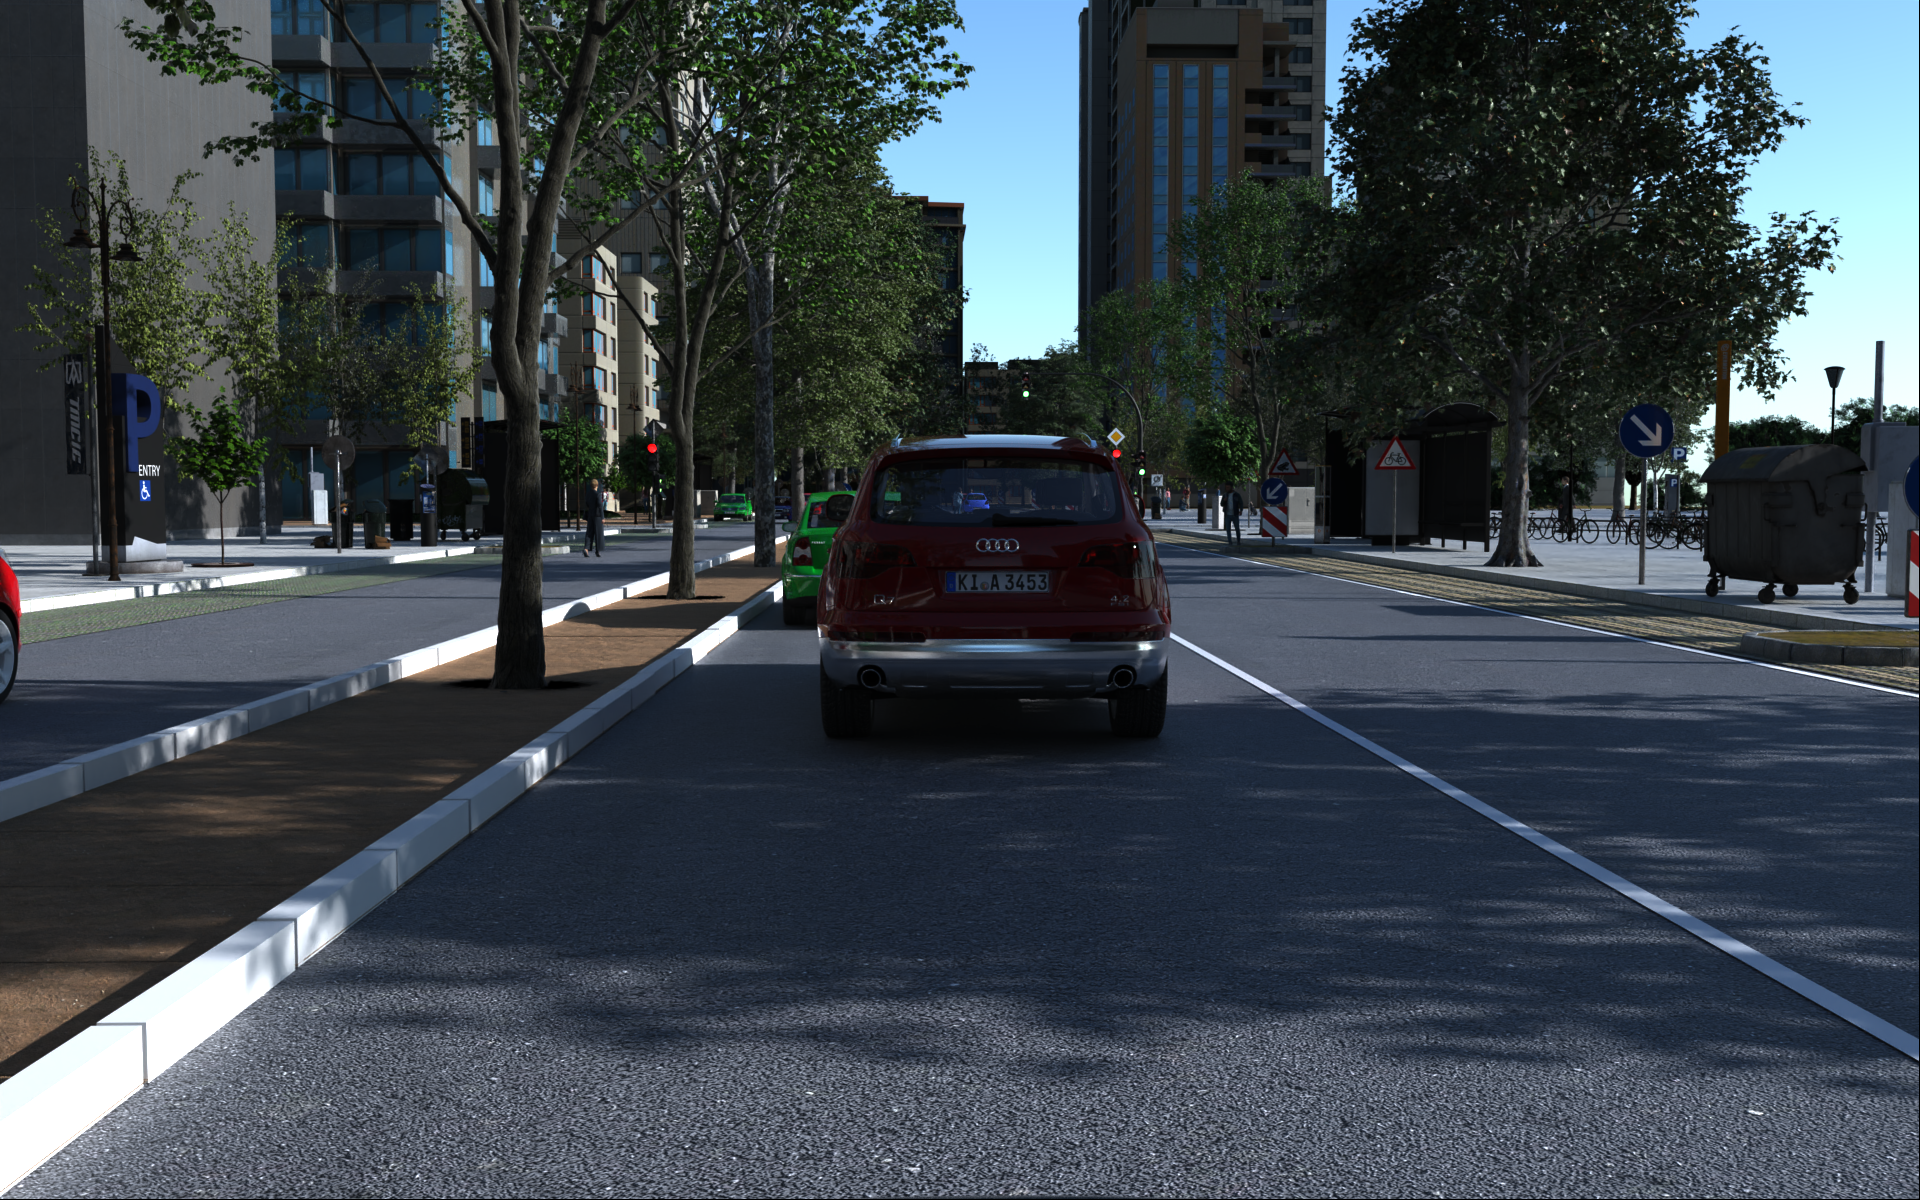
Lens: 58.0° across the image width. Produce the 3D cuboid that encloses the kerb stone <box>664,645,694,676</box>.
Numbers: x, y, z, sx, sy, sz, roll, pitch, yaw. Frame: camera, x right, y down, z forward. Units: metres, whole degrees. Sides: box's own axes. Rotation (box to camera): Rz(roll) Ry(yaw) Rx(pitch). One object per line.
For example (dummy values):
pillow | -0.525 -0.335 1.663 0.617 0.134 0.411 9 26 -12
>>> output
kerb stone | -2.288 0.504 13.958 0.120 0.150 1.000 0 4 -1

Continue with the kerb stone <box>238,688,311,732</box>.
kerb stone | -4.309 0.696 10.820 0.120 0.150 1.000 0 4 -1

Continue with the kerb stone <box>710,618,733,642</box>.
kerb stone | -2.368 0.317 17.044 0.120 0.150 1.000 0 4 -1

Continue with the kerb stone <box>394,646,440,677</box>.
kerb stone | -4.390 0.508 13.887 0.120 0.150 1.000 0 4 -1

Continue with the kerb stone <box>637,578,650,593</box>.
kerb stone | -4.677 -0.182 25.173 0.120 0.150 1.000 0 4 -1

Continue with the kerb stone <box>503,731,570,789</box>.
kerb stone | -2.161 0.821 8.814 0.120 0.150 1.000 0 4 -1

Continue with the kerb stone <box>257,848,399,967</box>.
kerb stone | -2.077 1.007 5.737 0.120 0.150 1.000 0 4 -1

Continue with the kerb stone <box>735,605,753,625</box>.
kerb stone | -2.423 0.193 19.090 0.120 0.150 1.000 0 4 -1

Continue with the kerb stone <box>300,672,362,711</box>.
kerb stone | -4.330 0.635 11.845 0.120 0.150 1.000 0 4 -1

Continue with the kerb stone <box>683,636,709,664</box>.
kerb stone | -2.310 0.446 14.980 0.120 0.150 1.000 0 4 -1

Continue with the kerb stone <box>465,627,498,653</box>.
kerb stone | -4.438 0.383 15.936 0.120 0.150 1.000 0 4 -1

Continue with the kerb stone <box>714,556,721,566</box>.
kerb stone | -4.910 -0.746 34.408 0.120 0.150 1.000 0 4 -1

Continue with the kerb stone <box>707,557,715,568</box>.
kerb stone | -4.888 -0.684 33.383 0.120 0.150 1.000 0 4 -1

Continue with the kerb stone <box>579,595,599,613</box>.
kerb stone | -4.577 0.069 21.068 0.120 0.150 1.000 0 4 -1

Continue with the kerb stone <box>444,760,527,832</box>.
kerb stone | -2.133 0.881 7.793 0.120 0.150 1.000 0 4 -1

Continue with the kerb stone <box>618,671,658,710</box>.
kerb stone | -2.230 0.629 11.909 0.120 0.150 1.000 0 4 -1

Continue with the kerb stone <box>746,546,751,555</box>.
kerb stone | -5.066 -1.122 40.539 0.120 0.150 1.000 0 4 -1

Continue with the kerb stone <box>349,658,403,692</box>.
kerb stone | -4.365 0.571 12.866 0.120 0.150 1.000 0 4 -1

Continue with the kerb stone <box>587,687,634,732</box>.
kerb stone | -2.209 0.692 10.880 0.120 0.150 1.000 0 4 -1

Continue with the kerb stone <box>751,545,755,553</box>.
kerb stone | -5.090 -1.182 41.563 0.120 0.150 1.000 0 4 -1

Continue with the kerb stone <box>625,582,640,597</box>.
kerb stone | -4.645 -0.118 24.146 0.120 0.150 1.000 0 4 -1

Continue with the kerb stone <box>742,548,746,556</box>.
kerb stone | -5.039 -1.059 39.517 0.120 0.150 1.000 0 4 -1

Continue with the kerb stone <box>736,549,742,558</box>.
kerb stone | -5.010 -0.992 38.496 0.120 0.150 1.000 0 4 -1

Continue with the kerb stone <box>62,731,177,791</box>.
kerb stone | -4.258 0.821 8.777 0.120 0.150 1.000 0 4 -1

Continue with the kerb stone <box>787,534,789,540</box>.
kerb stone | -5.375 -1.873 52.824 0.120 0.150 1.000 0 4 -1

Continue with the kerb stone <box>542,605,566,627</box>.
kerb stone | -4.515 0.195 19.013 0.120 0.150 1.000 0 4 -1

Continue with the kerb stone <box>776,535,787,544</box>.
kerb stone | -5.351 -1.802 51.797 0.120 0.150 1.000 0 4 -1

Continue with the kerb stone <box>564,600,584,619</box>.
kerb stone | -4.541 0.132 20.034 0.120 0.150 1.000 0 4 -1

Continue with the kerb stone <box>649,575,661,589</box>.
kerb stone | -4.697 -0.245 26.195 0.120 0.150 1.000 0 4 -1

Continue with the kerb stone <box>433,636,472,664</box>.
kerb stone | -4.409 0.446 14.909 0.120 0.150 1.000 0 4 -1

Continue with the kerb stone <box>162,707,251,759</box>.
kerb stone | -4.280 0.758 9.798 0.120 0.150 1.000 0 4 -1

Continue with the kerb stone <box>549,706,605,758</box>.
kerb stone | -2.183 0.755 9.844 0.120 0.150 1.000 0 4 -1

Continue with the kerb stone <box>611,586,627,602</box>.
kerb stone | -4.622 -0.057 23.122 0.120 0.150 1.000 0 4 -1

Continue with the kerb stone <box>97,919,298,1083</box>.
kerb stone | -2.047 1.070 4.705 0.120 0.150 1.000 0 4 -1

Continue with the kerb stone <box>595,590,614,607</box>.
kerb stone | -4.596 0.006 22.095 0.120 0.150 1.000 0 4 -1

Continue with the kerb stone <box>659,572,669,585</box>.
kerb stone | -4.730 -0.307 27.221 0.120 0.150 1.000 0 4 -1

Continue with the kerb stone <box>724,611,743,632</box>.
kerb stone | -2.396 0.252 18.068 0.120 0.150 1.000 0 4 -1

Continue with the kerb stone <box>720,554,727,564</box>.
kerb stone | -4.938 -0.809 35.430 0.120 0.150 1.000 0 4 -1

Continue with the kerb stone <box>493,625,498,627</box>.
kerb stone | -4.469 0.320 16.958 0.120 0.150 1.000 0 4 -1

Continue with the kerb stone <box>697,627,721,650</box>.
kerb stone | -2.347 0.388 16.007 0.120 0.150 1.000 0 4 -1

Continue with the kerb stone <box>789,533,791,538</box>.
kerb stone | -5.400 -1.936 53.846 0.120 0.150 1.000 0 4 -1

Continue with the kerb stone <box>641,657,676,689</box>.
kerb stone | -2.270 0.566 12.936 0.120 0.150 1.000 0 4 -1

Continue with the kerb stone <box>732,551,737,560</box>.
kerb stone | -4.986 -0.928 37.473 0.120 0.150 1.000 0 4 -1

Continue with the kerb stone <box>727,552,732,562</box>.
kerb stone | -4.963 -0.872 36.451 0.120 0.150 1.000 0 4 -1

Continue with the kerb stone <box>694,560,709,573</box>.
kerb stone | -4.859 -0.617 32.353 0.120 0.150 1.000 0 4 -1

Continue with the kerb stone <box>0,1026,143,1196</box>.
kerb stone | -2.023 1.132 3.684 0.120 0.150 1.000 0 4 -1

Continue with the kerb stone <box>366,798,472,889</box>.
kerb stone | -2.106 0.944 6.758 0.120 0.150 1.000 0 4 -1
